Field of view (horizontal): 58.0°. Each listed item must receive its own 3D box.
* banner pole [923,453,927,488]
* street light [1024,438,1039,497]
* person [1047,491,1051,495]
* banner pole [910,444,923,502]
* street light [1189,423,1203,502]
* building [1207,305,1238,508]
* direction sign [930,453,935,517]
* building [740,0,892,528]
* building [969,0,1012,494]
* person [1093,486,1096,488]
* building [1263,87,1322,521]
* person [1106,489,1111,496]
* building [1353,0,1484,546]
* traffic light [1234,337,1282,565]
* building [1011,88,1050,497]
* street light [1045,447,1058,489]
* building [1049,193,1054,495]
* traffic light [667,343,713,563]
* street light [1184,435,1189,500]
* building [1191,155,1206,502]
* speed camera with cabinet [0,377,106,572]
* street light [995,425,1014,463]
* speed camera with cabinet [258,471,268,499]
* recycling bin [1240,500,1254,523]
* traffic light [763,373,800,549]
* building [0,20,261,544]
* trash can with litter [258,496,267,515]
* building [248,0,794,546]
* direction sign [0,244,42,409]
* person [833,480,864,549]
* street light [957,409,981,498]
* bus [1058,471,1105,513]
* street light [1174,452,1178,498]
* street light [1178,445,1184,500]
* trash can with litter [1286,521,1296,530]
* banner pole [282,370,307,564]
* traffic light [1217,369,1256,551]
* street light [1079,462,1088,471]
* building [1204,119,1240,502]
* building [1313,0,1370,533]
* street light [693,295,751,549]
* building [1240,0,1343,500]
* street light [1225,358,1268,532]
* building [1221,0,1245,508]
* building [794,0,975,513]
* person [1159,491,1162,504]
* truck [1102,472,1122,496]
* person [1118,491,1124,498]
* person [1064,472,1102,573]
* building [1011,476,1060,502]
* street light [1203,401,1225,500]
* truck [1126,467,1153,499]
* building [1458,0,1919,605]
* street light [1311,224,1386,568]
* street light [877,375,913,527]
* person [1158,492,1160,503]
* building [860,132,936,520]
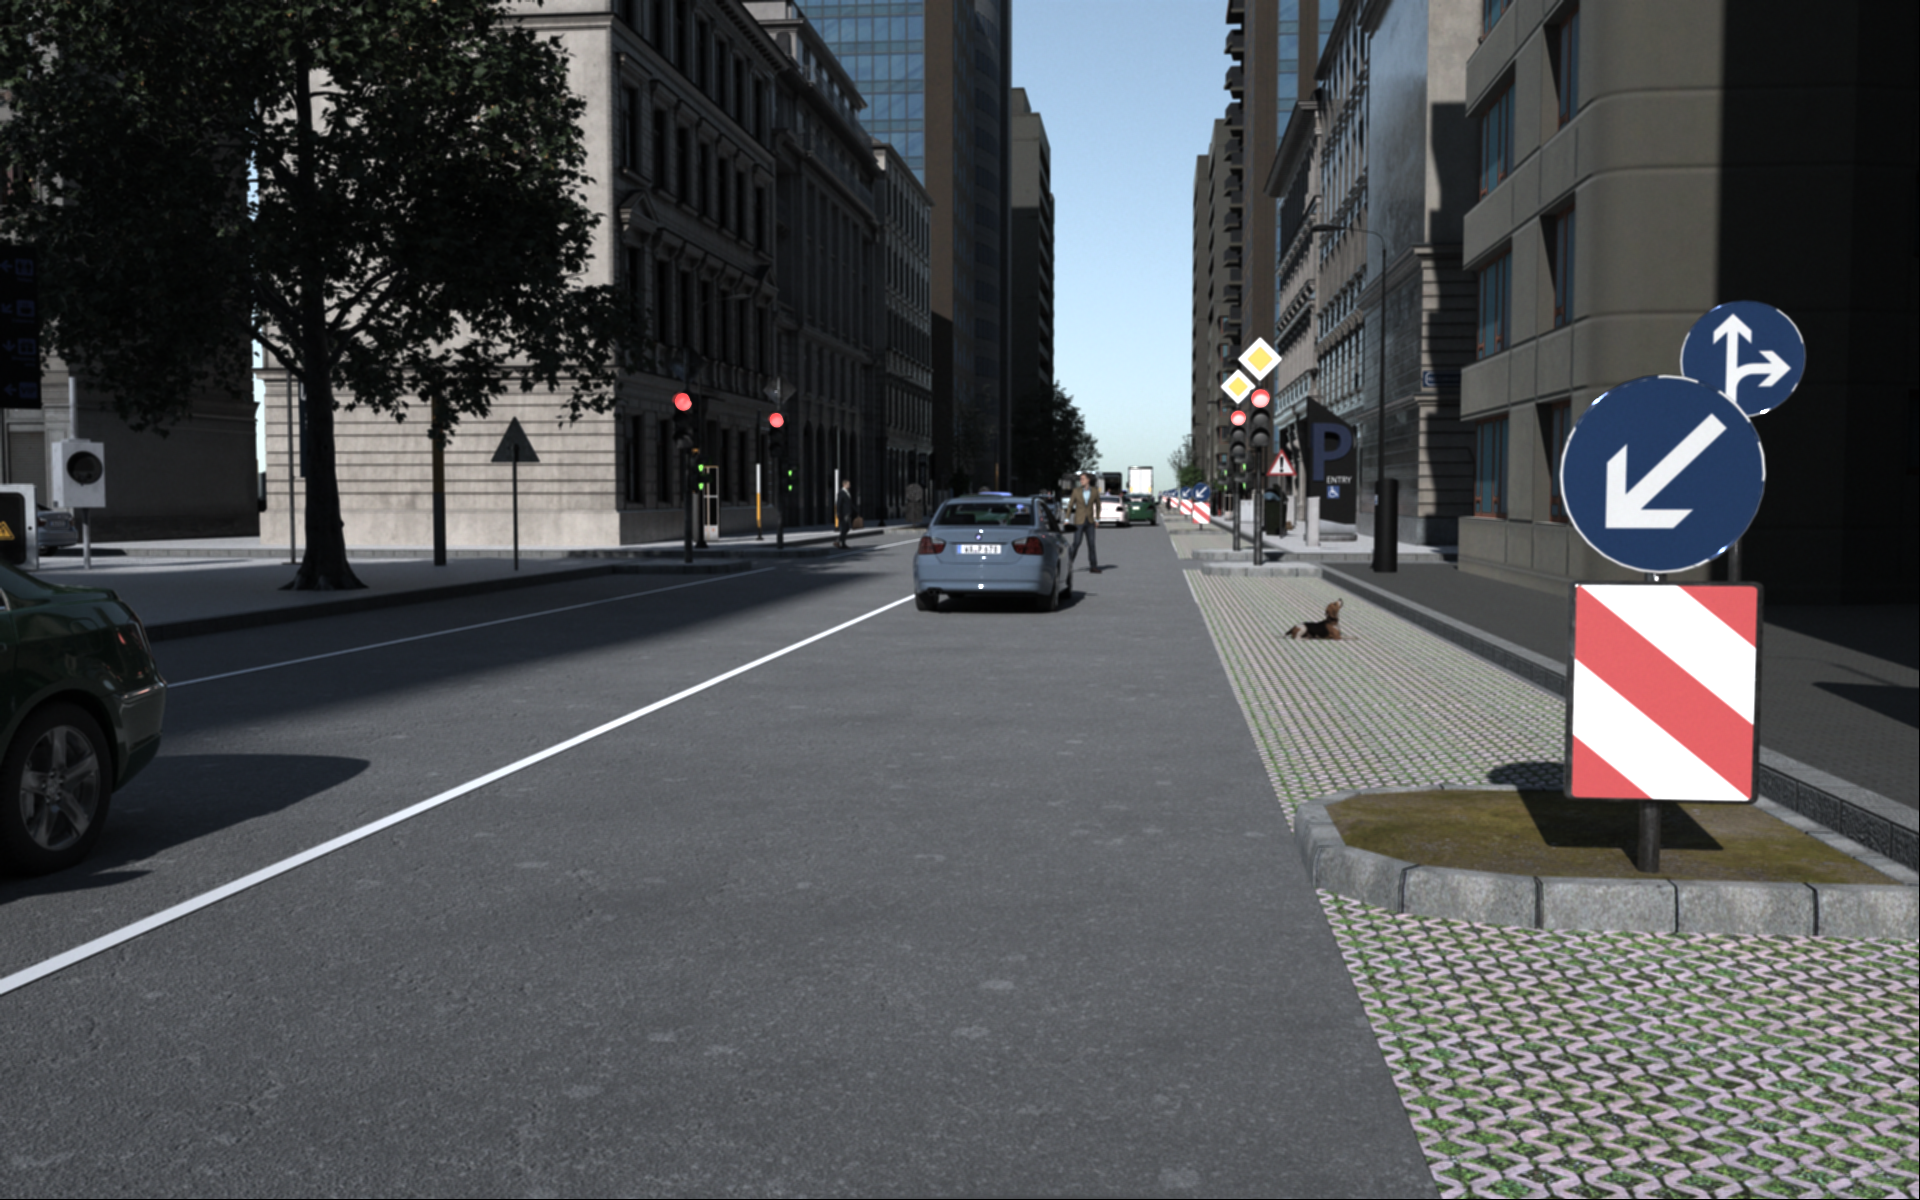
[{"bbox_3d":[-2.146,-6.303,93.079,0.863,3.779,0.401,-1,4,-19],"label":"banner pole"},{"bbox_3d":[5.906,-10.519,144.529,1.470,5.913,1.316,0,4,6],"label":"street light"},{"bbox_3d":[6.190,-6.674,119.091,0.593,1.643,0.415,2,4,34],"label":"person"},{"bbox_3d":[-2.349,-5.939,87.116,0.401,3.779,0.863,-2,4,-27],"label":"banner pole"},{"bbox_3d":[15.962,-8.625,113.561,1.470,5.913,1.316,0,4,6],"label":"street light"},{"bbox_3d":[38.964,-19.954,171.288,27.650,21.520,28.899,0,4,6],"label":"building"},{"bbox_3d":[-1.496,-6.315,95.249,0.379,3.537,0.876,-1,4,-17],"label":"direction sign"},{"bbox_3d":[-11.276,-14.211,74.154,13.314,21.916,24.055,0,4,6],"label":"building"},{"bbox_3d":[-7.313,-36.820,144.010,21.231,58.520,28.212,0,4,6],"label":"building"},{"bbox_3d":[6.359,-4.439,81.165,0.778,1.811,0.616,2,4,30],"label":"person"},{"bbox_3d":[21.499,-14.750,92.071,10.553,20.767,40.483,0,4,6],"label":"building"},{"bbox_3d":[10.924,-7.213,126.296,0.599,1.838,0.709,3,5,40],"label":"person"},{"bbox_3d":[28.744,-13.853,45.587,34.723,24.649,14.460,0,4,6],"label":"building"},{"bbox_3d":[5.347,-2.579,31.094,0.839,4.253,0.868,0,4,6],"label":"traffic light"},{"bbox_3d":[-0.300,-35.959,211.623,21.300,48.544,21.600,0,4,6],"label":"building"},{"bbox_3d":[9.004,-12.183,171.730,1.470,5.913,1.316,0,4,6],"label":"street light"},{"bbox_3d":[5.032,-33.386,229.454,14.154,41.232,14.086,0,4,6],"label":"building"},{"bbox_3d":[-5.052,-2.649,32.231,0.839,4.253,0.868,0,4,6],"label":"traffic light"},{"bbox_3d":[18.399,-9.938,135.035,1.470,5.913,1.316,0,4,6],"label":"street light"},{"bbox_3d":[42.421,-37.345,234.298,21.300,48.544,21.600,0,4,6],"label":"building"},{"bbox_3d":[-15.359,-2.104,28.733,2.038,3.252,0.660,-3,5,-43],"label":"speed camera with cabinet"},{"bbox_3d":[2.926,-8.793,116.299,1.470,5.913,1.316,0,4,6],"label":"street light"},{"bbox_3d":[-27.810,-4.714,71.402,2.038,3.252,0.660,-3,4,-38],"label":"speed camera with cabinet"},{"bbox_3d":[12.871,-3.914,76.542,0.722,1.027,0.722,-3,5,-41],"label":"recycling bin"},{"bbox_3d":[-4.169,-3.134,40.167,0.839,4.253,0.868,0,4,6],"label":"traffic light"},{"bbox_3d":[-31.135,-12.259,49.585,18.267,20.994,9.793,0,4,6],"label":"building"},{"bbox_3d":[-22.764,-2.849,57.639,1.678,1.210,2.233,1,4,21],"label":"trash can with litter"},{"bbox_3d":[-12.135,-11.459,51.987,10.561,19.102,19.286,0,4,6],"label":"building"},{"bbox_3d":[-8.807,-1.450,15.704,0.876,3.537,0.379,-3,4,-38],"label":"direction sign"},{"bbox_3d":[-2.984,-2.248,45.378,0.853,1.813,0.709,1,4,19],"label":"person"},{"bbox_3d":[0.450,-7.476,94.775,1.470,5.913,1.316,0,4,6],"label":"street light"},{"bbox_3d":[9.611,-8.556,134.757,2.948,3.499,13.247,0,4,8],"label":"bus"},{"bbox_3d":[24.475,-13.279,189.644,1.470,5.913,1.316,0,4,6],"label":"street light"},{"bbox_3d":[21.516,-11.625,162.605,1.470,5.913,1.316,0,4,6],"label":"street light"},{"bbox_3d":[11.435,-3.091,61.933,1.055,1.170,0.624,0,4,-7],"label":"trash can with litter"},{"bbox_3d":[-12.048,-2.555,31.796,0.863,3.779,0.401,-3,4,-39],"label":"banner pole"},{"bbox_3d":[6.230,-3.065,39.030,0.839,4.253,0.868,0,4,6],"label":"traffic light"},{"bbox_3d":[17.998,-17.164,253.174,1.470,5.913,1.316,0,4,6],"label":"street light"},{"bbox_3d":[41.515,-36.025,212.706,21.300,48.544,21.600,0,4,6],"label":"building"},{"bbox_3d":[18.506,-13.063,62.730,9.793,20.994,18.267,0,4,6],"label":"building"},{"bbox_3d":[-5.557,-4.161,40.575,1.470,5.913,1.316,0,4,6],"label":"street light"},{"bbox_3d":[27.053,-28.788,120.791,14.600,45.320,14.200,0,4,6],"label":"building"},{"bbox_3d":[9.921,-5.303,59.243,1.470,5.913,1.316,0,4,6],"label":"street light"},{"bbox_3d":[32.900,-29.796,141.785,22.147,44.769,28.867,0,4,6],"label":"building"},{"bbox_3d":[-6.551,-28.900,122.632,14.600,45.320,14.200,0,4,6],"label":"building"},{"bbox_3d":[27.787,-14.138,239.530,0.599,1.838,0.709,2,4,31],"label":"person"},{"bbox_3d":[19.871,-14.568,227.103,2.839,4.237,11.283,0,4,7],"label":"truck"},{"bbox_3d":[14.569,-8.978,156.010,1.217,1.743,0.721,0,4,-1],"label":"person"},{"bbox_3d":[2.226,-1.416,31.558,0.656,1.842,0.836,-3,5,-40],"label":"person"},{"bbox_3d":[-1.463,-34.127,249.864,32.217,40.220,23.993,0,4,6],"label":"building"},{"bbox_3d":[13.030,-6.971,86.518,1.470,5.913,1.316,0,4,6],"label":"street light"},{"bbox_3d":[19.005,-11.860,182.822,2.839,4.237,11.283,0,4,5],"label":"truck"},{"bbox_3d":[20.525,-10.251,12.649,27.650,21.520,28.899,0,4,6],"label":"building"},{"bbox_3d":[6.735,-3.508,29.898,1.470,5.913,1.316,0,4,6],"label":"street light"},{"bbox_3d":[-2.526,-5.822,67.737,1.470,5.913,1.316,0,4,6],"label":"street light"},{"bbox_3d":[30.665,-15.736,266.590,0.445,1.727,0.742,0,4,8],"label":"person"},{"bbox_3d":[-7.278,-15.052,95.247,9.793,20.994,18.267,0,4,6],"label":"building"}]
